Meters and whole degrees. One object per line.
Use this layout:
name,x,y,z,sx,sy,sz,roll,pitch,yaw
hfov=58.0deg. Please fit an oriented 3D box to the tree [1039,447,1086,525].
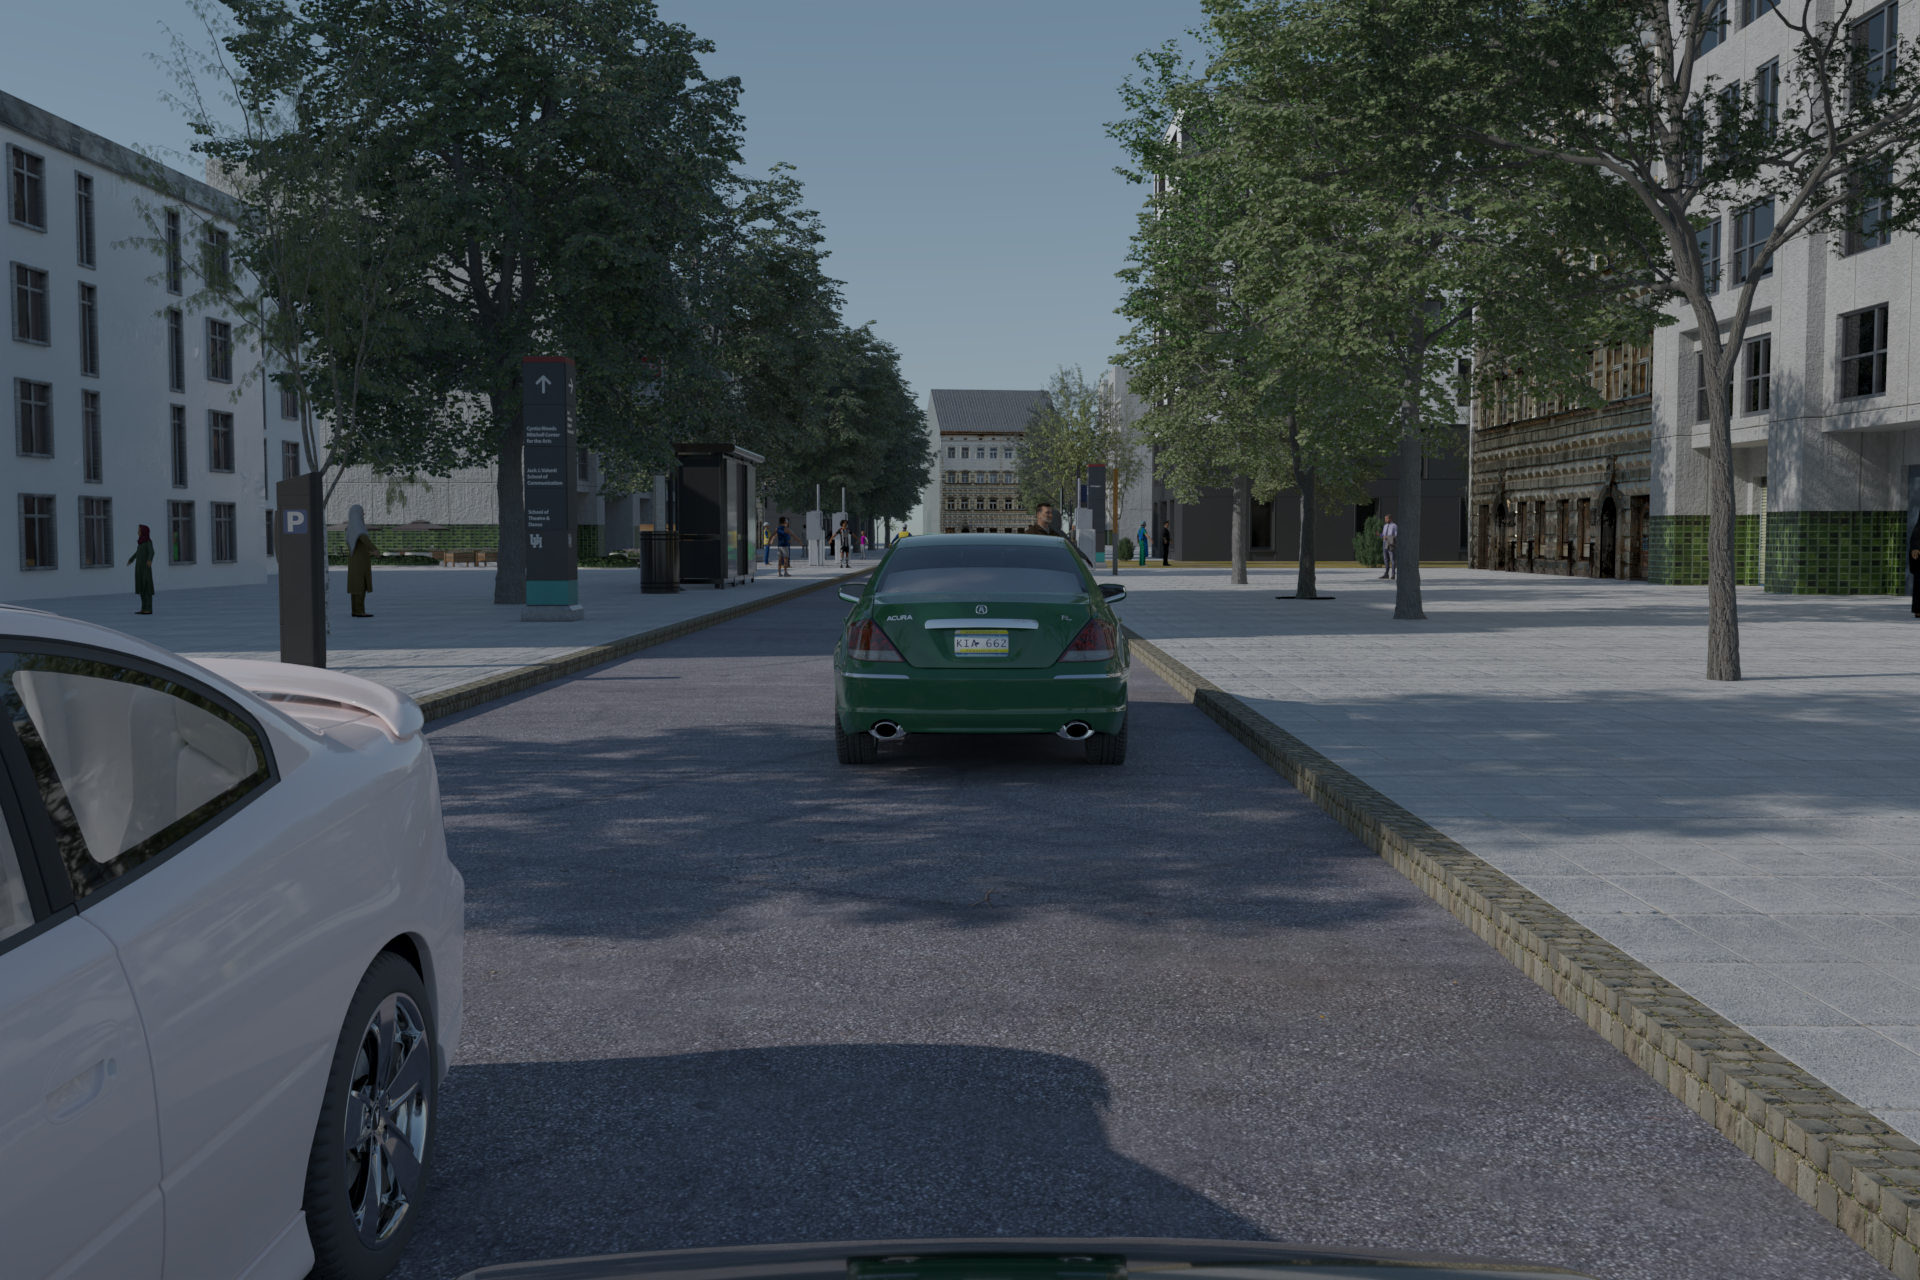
tree,8.247,-11.821,143.633,4.360,8.622,3.978,0,3,0

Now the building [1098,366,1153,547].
building,24.691,-19.838,190.811,16.747,18.905,31.486,0,4,0

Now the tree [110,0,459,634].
tree,-8.121,-4.391,22.159,4.360,8.622,3.978,0,3,0

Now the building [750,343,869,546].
building,-24.889,-21.580,196.804,27.936,21.610,32.646,0,4,1

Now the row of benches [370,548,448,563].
row of benches,-24.708,-3.713,76.176,4.104,0.672,1.422,-1,4,-8

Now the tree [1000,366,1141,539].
tree,8.092,-13.275,127.422,12.009,13.543,11.850,0,3,0

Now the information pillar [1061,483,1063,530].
information pillar,4.644,-5.360,78.991,0.183,3.616,0.504,0,4,-1

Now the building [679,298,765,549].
building,-26.446,-18.963,140.974,19.493,23.208,18.063,0,4,1

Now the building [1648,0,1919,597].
building,25.806,-9.897,28.277,16.747,18.905,31.486,0,4,1

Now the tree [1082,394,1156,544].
tree,8.084,-8.449,88.506,4.360,8.622,3.978,0,3,0

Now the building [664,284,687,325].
building,-25.398,-15.910,116.552,16.016,20.090,11.380,0,4,1

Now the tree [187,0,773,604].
tree,-8.370,-7.638,31.535,9.857,13.997,8.962,0,3,0

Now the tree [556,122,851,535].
tree,-7.968,-8.922,52.525,9.857,13.997,8.962,0,3,0

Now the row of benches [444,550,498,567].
row of benches,-18.606,-3.282,69.118,1.422,0.672,4.104,3,5,41

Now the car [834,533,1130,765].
car,0.155,-0.025,12.200,2.131,1.459,4.920,0,4,1

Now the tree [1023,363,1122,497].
tree,5.070,-7.539,73.624,4.737,8.622,4.395,0,3,0

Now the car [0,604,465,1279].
car,-2.033,0.634,2.003,2.083,1.381,4.827,0,4,1

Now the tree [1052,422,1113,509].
tree,7.843,-10.033,114.402,4.360,8.622,3.978,0,3,0

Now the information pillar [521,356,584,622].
information pillar,-6.043,-2.215,25.589,0.750,3.857,0.750,0,4,1

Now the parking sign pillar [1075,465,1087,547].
parking sign pillar,4.805,-4.910,68.757,1.447,3.967,1.447,0,4,2

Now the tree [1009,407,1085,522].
tree,8.231,-14.415,153.805,7.486,12.596,7.792,0,3,0

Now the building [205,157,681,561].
building,-26.779,-14.131,97.506,16.747,18.905,31.486,0,4,1

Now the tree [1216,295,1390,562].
tree,14.217,-9.495,73.374,7.486,12.596,7.792,0,3,0

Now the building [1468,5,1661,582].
building,27.679,-13.611,53.469,19.493,23.208,18.063,0,4,1

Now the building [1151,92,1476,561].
building,24.455,-15.455,96.667,27.936,21.610,32.646,0,4,1

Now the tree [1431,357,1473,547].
tree,21.196,-7.468,72.466,4.360,8.622,3.978,0,3,0

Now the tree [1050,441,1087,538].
tree,8.482,-11.431,137.264,4.360,8.622,3.978,0,3,0

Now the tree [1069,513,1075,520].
tree,17.925,-18.924,259.769,4.737,8.622,4.395,0,3,0

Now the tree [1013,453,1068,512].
tree,8.637,-14.271,167.741,7.601,10.594,8.767,-1,4,-13

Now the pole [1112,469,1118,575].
pole,4.850,-3.684,54.081,0.158,3.312,0.155,0,3,0

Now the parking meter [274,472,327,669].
parking meter,-6.249,-0.654,16.400,0.399,1.863,0.255,0,4,0

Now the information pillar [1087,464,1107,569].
information pillar,5.069,-4.590,64.426,0.750,3.857,0.750,0,4,0

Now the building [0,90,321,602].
building,-22.565,-6.302,45.184,9.099,9.664,28.070,0,4,0

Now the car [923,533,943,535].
car,-0.914,-3.830,71.414,1.959,1.807,4.718,0,4,1

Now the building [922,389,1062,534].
building,4.545,-26.203,261.810,18.063,23.208,19.493,-1,4,-9

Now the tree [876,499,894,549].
tree,-6.700,-11.886,144.698,4.737,8.622,4.395,0,3,0

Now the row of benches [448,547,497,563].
row of benches,-22.267,-3.900,79.233,1.422,0.672,4.104,1,4,11
